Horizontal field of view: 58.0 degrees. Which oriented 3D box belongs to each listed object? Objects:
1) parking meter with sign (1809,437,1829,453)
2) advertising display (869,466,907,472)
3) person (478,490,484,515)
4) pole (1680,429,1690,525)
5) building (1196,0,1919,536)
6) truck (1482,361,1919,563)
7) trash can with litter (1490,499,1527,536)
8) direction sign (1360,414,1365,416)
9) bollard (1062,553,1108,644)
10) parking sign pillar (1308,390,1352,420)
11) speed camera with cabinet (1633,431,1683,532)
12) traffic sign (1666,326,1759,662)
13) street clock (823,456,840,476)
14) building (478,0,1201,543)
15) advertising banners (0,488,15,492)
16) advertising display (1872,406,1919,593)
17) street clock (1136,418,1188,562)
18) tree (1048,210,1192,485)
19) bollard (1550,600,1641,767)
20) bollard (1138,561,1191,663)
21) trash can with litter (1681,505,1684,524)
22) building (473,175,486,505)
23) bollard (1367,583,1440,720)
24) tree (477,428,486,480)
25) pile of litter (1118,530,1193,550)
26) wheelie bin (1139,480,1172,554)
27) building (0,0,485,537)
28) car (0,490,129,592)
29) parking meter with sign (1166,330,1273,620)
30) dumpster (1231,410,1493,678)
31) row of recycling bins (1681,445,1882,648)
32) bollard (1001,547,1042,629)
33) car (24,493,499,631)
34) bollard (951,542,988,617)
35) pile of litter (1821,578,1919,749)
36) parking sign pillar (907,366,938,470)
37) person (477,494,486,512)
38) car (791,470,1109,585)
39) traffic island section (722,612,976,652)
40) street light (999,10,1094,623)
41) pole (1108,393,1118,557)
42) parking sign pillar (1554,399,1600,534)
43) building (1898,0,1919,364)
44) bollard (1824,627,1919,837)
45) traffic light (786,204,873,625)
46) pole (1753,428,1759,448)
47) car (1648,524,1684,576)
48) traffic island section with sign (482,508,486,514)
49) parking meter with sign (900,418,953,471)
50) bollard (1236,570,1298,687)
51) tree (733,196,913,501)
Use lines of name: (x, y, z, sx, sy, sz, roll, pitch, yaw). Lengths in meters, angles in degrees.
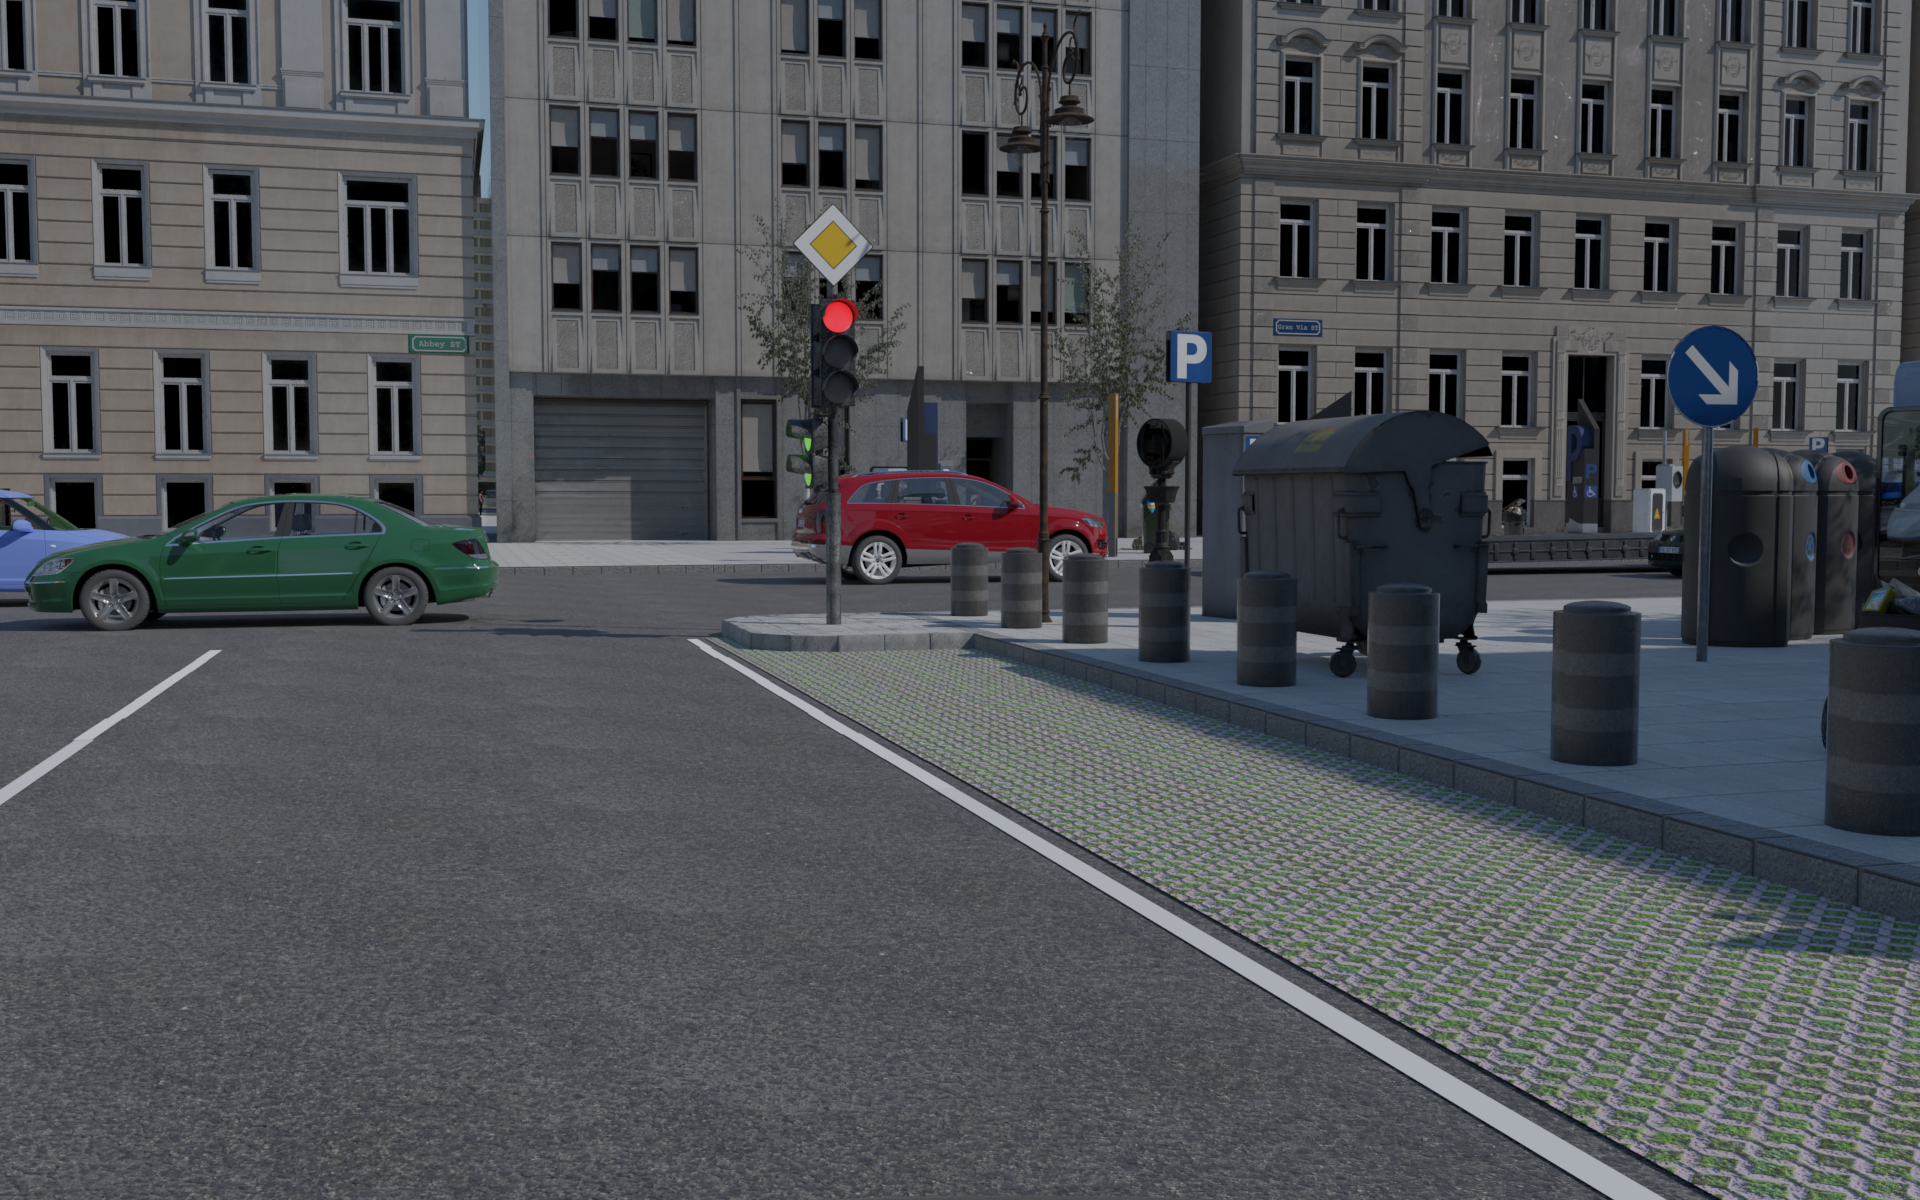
parking meter with sign: (26.923, -3.504, 53.555, 1.738, 3.016, 0.543, -3, 4, -37)
advertising display: (-1.633, -2.149, 40.355, 0.974, 1.923, 0.123, -2, 4, -24)
person: (-32.079, -6.548, 116.242, 0.721, 1.739, 1.217, -1, 4, -8)
pole: (22.649, -3.686, 54.113, 0.158, 3.312, 0.155, 0, 3, 0)
building: (18.201, -16.021, 59.209, 25.104, 27.353, 12.463, -1, 4, -16)
truck: (13.916, -2.638, 32.898, 18.799, 4.110, 2.967, -1, 4, -16)
trash can with litter: (13.229, -1.880, 42.127, 1.055, 1.170, 0.624, 3, 5, 41)
direction sign: (11.426, -3.498, 49.192, 0.379, 3.537, 0.876, 2, 4, 24)
bollard: (1.083, -0.016, 14.978, 0.404, 0.777, 0.398, 0, 3, 0)
parking sign pillar: (9.568, -3.481, 45.389, 1.447, 3.967, 1.447, 1, 4, 11)
speed camera with cabinet: (21.572, -3.618, 53.492, 2.038, 3.252, 0.660, -3, 5, -41)
traffic sign: (5.692, -0.802, 13.213, 0.768, 2.556, 0.104, -1, 4, -10)
street clock: (-2.490, -1.731, 32.866, 0.358, 2.002, 0.471, -3, 4, -36)
building: (-4.285, -14.378, 53.101, 19.932, 24.808, 12.078, -1, 4, -16)
advertising banners: (-22.247, -2.602, 38.723, 2.074, 3.025, 0.090, 0, 4, -6)
advertising display: (7.157, -0.449, 12.556, 0.123, 1.923, 0.974, -3, 5, -40)
street clock: (1.937, -0.739, 16.657, 0.358, 2.002, 0.471, -3, 5, -40)
tree: (4.082, -5.846, 45.951, 4.360, 8.622, 3.978, 0, 3, 0)
bollard: (3.055, 0.391, 8.325, 0.404, 0.777, 0.398, 0, 3, 0)
bollard: (1.572, 0.085, 13.321, 0.404, 0.777, 0.398, 0, 3, 0)
trash can with litter: (21.102, -2.374, 50.198, 1.055, 1.170, 0.624, -2, 4, -27)
building: (-60.979, -31.880, 213.125, 23.993, 40.220, 32.217, -1, 4, -16)
bollard: (2.558, 0.289, 10.000, 0.404, 0.777, 0.398, 0, 3, 0)
tree: (-43.912, -15.561, 171.432, 9.611, 12.733, 9.660, 0, 3, 0)
pile of litter: (4.471, -1.590, 39.959, 1.719, 0.858, 1.176, 1, 4, 22)
wheelie bin: (4.251, -1.814, 37.566, 0.693, 1.594, 0.980, 0, 4, 2)
building: (-23.657, -16.023, 47.884, 20.117, 28.700, 13.634, -1, 4, -16)
car: (-12.450, -0.785, 22.425, 3.694, 1.707, 1.945, -1, 4, -16)
parking meter with sign: (2.854, -1.324, 17.912, 0.543, 3.016, 1.738, -2, 4, -29)
dumpster: (2.969, -0.434, 12.858, 1.264, 1.857, 1.865, -1, 4, -16)
row of recycling bins: (7.539, -0.529, 15.768, 1.069, 1.692, 3.534, 3, 5, 45)
bollard: (0.592, -0.118, 16.640, 0.404, 0.777, 0.398, 0, 3, 0)
car: (-7.680, -0.458, 19.292, 4.920, 1.459, 2.131, -1, 4, -15)
bollard: (0.099, -0.219, 18.295, 0.404, 0.777, 0.398, 0, 3, 0)
pile of litter: (4.961, 0.329, 8.584, 1.719, 0.858, 1.176, -2, 4, -30)
parking sign pillar: (-0.824, -2.978, 37.160, 1.447, 3.967, 1.447, -1, 4, -12)
person: (-38.504, -7.935, 138.954, 1.217, 1.743, 0.721, 0, 4, -8)
car: (-0.122, -1.220, 28.613, 5.304, 1.827, 2.281, -1, 4, -16)
traffic island section: (-1.220, 0.320, 17.052, 2.009, 0.180, 2.903, -1, 4, -16)
street light: (0.834, -2.714, 17.168, 0.468, 5.910, 1.993, -1, 4, -16)
pole: (3.116, -2.531, 35.225, 0.158, 3.312, 0.155, 0, 3, 0)
parking sign pillar: (17.509, -3.683, 48.696, 1.447, 3.967, 1.447, 0, 4, -1)
building: (42.296, -16.452, 66.245, 25.104, 27.353, 12.463, -1, 4, -16)
bollard: (3.552, 0.493, 6.653, 0.404, 0.777, 0.398, 0, 3, 0)
traffic light: (-1.261, -1.713, 16.926, 0.839, 4.253, 0.868, -1, 4, -16)
pole: (24.594, -3.656, 53.611, 0.158, 3.312, 0.155, 0, 3, 0)
car: (14.054, -1.239, 30.037, 4.222, 1.686, 2.009, -1, 4, -16)
traffic island section with sign: (-33.594, -7.193, 126.229, 1.989, 1.847, 2.006, -1, 4, -16)
parking meter with sign: (-0.553, -2.633, 39.307, 1.738, 3.016, 0.543, 3, 5, 44)
bollard: (2.067, 0.187, 11.666, 0.404, 0.777, 0.398, 0, 3, 0)
tree: (-3.647, -5.693, 43.440, 4.360, 8.622, 3.978, 0, 3, 0)
